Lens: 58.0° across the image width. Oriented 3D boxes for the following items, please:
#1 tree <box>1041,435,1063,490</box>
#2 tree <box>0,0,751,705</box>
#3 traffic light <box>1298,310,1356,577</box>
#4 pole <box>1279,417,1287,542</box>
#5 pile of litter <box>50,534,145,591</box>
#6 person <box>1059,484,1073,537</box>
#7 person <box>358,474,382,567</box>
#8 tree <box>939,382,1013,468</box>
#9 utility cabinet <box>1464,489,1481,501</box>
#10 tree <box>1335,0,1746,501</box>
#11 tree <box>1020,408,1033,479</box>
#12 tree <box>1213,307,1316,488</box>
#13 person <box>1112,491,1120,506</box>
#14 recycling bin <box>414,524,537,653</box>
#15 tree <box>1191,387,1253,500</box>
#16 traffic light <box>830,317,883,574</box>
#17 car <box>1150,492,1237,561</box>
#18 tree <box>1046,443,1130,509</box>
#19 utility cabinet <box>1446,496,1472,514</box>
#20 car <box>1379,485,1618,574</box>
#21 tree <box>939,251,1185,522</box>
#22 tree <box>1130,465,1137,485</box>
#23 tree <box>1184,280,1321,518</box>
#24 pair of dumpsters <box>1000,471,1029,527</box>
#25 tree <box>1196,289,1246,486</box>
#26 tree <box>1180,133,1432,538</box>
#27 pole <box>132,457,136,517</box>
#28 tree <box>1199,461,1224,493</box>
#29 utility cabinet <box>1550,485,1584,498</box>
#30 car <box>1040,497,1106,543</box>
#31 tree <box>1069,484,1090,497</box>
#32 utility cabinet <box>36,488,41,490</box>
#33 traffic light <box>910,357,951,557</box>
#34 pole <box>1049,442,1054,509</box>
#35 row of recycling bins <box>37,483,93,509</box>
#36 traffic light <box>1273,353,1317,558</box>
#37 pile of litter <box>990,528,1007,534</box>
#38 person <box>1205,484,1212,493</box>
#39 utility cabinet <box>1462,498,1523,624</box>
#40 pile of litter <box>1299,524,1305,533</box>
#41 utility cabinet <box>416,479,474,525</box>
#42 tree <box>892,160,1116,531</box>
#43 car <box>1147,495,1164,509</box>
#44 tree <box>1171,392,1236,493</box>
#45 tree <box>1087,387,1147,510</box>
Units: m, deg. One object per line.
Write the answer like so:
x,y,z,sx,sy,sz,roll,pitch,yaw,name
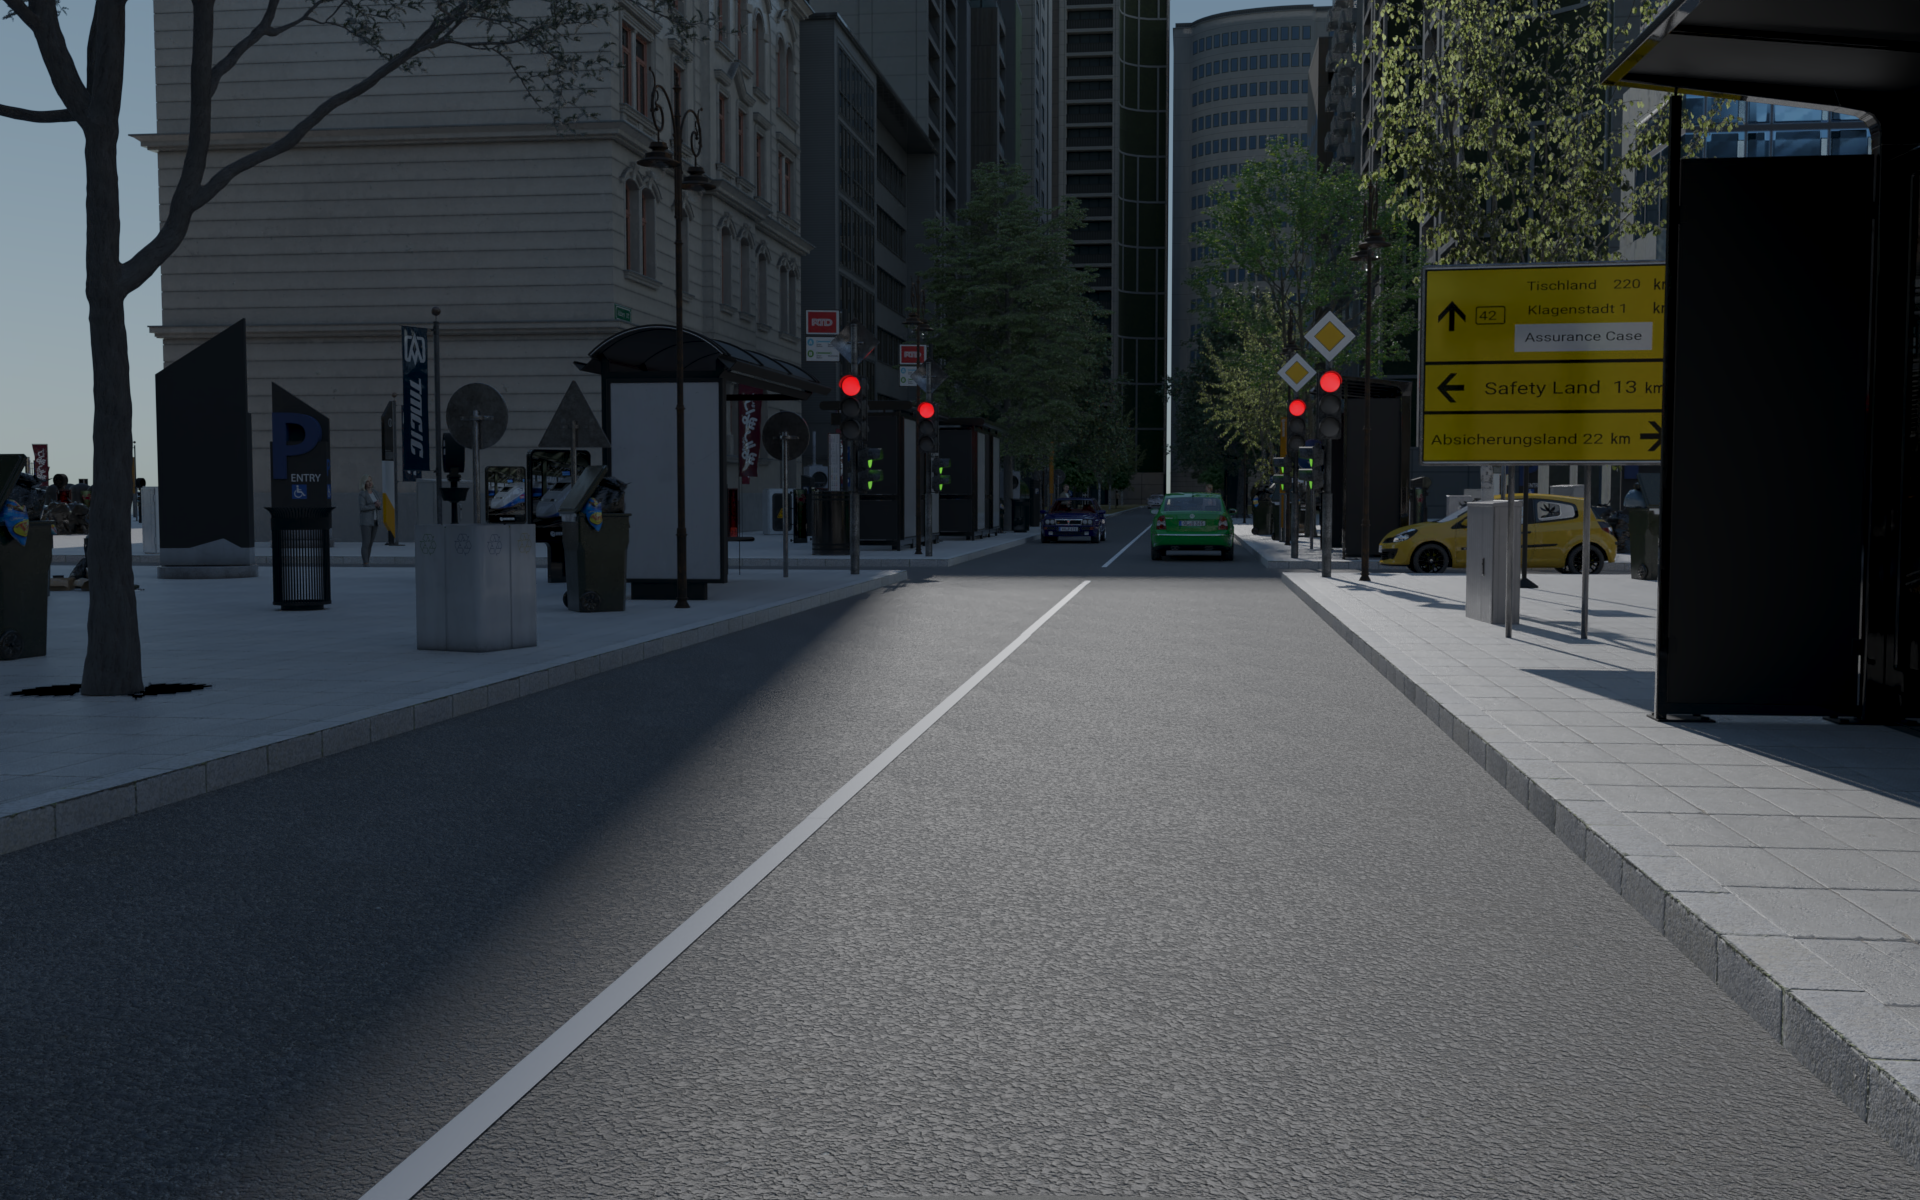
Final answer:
4.655,-9.489,105.500,4.360,8.622,3.978,0,3,0,tree
-5.365,-6.147,10.871,12.009,13.543,11.850,0,3,0,tree
5.640,-2.306,26.631,0.839,4.253,0.868,0,4,7,traffic light
8.591,-3.191,46.024,0.158,3.312,0.155,0,3,0,pole
-11.700,-0.566,23.213,1.719,0.858,1.176,3,5,42,pile of litter
3.560,-2.985,57.858,0.362,1.759,0.519,3,5,45,person
-10.914,-1.436,32.168,0.526,1.800,0.537,2,4,32,person
0.688,-8.483,89.066,4.360,8.622,3.978,0,3,0,tree
22.680,-4.106,75.816,1.173,1.500,0.318,2,4,29,utility cabinet
5.899,-4.178,18.671,4.360,8.622,3.978,0,3,0,tree
2.144,-9.160,100.125,4.360,8.622,3.978,0,3,0,tree
12.164,-7.137,67.059,4.737,8.622,4.395,0,3,0,tree
17.278,-11.162,191.012,1.348,1.823,0.705,-3,5,-43,person
-4.027,-0.114,14.425,0.722,1.027,0.722,2,4,26,recycling bin
25.708,-15.241,167.312,7.486,12.596,7.792,0,3,0,tree
-1.661,-2.364,27.569,0.839,4.253,0.868,0,4,7,traffic light
5.209,-1.827,38.675,1.959,1.807,4.718,1,4,8,car
6.180,-6.619,91.942,4.285,4.588,4.351,0,3,0,tree
21.333,-3.844,74.007,1.020,1.237,0.306,0,4,-3,utility cabinet
9.421,-1.239,30.477,3.980,1.641,2.015,1,4,9,car
3.456,-9.932,79.388,9.611,12.733,9.660,0,3,0,tree
13.621,-10.186,150.248,4.285,4.588,4.351,0,3,0,tree
15.219,-10.759,92.915,9.611,12.733,9.660,0,3,0,tree
1.876,-4.128,69.987,1.574,2.255,4.437,0,4,8,pair of dumpsters
10.449,-6.747,60.680,4.360,8.622,3.978,0,3,0,tree
10.241,-7.667,51.111,9.928,11.665,9.643,0,3,0,tree
-45.319,-6.187,94.996,0.158,3.312,0.155,0,3,0,pole
23.717,-10.769,159.786,4.285,4.588,4.351,0,3,0,tree
14.375,-1.981,41.070,0.318,1.500,1.173,0,4,-7,utility cabinet
3.405,-2.391,51.672,1.945,1.354,3.894,1,4,9,car
6.825,-6.247,96.740,1.663,3.219,1.824,0,3,0,tree
-36.600,-3.631,68.043,1.173,1.500,0.318,2,4,30,utility cabinet
-0.623,-2.848,35.487,0.839,4.253,0.868,0,4,7,traffic light
3.569,-4.519,67.727,0.158,3.312,0.155,0,3,0,pole
-33.739,-3.613,66.193,3.534,1.692,1.069,2,4,31,row of recycling bins
6.678,-2.791,34.549,0.839,4.253,0.868,0,4,7,traffic light
0.629,-2.603,56.522,1.719,0.858,1.176,1,4,14,pile of litter
7.655,-2.704,53.381,0.731,1.740,0.598,3,5,40,person
5.382,-0.389,17.517,0.306,1.237,1.020,0,4,2,utility cabinet
10.840,-2.611,56.659,1.719,0.858,1.176,0,4,0,pile of litter
-7.464,-1.016,25.284,0.318,1.500,1.173,1,4,14,utility cabinet
1.540,-8.671,59.896,7.486,12.596,7.792,0,3,0,tree
19.368,-9.637,169.921,2.083,1.381,4.827,0,4,8,car
27.153,-16.980,184.271,9.857,13.997,8.962,0,3,0,tree
9.615,-10.165,116.567,4.737,8.622,4.395,0,3,0,tree
